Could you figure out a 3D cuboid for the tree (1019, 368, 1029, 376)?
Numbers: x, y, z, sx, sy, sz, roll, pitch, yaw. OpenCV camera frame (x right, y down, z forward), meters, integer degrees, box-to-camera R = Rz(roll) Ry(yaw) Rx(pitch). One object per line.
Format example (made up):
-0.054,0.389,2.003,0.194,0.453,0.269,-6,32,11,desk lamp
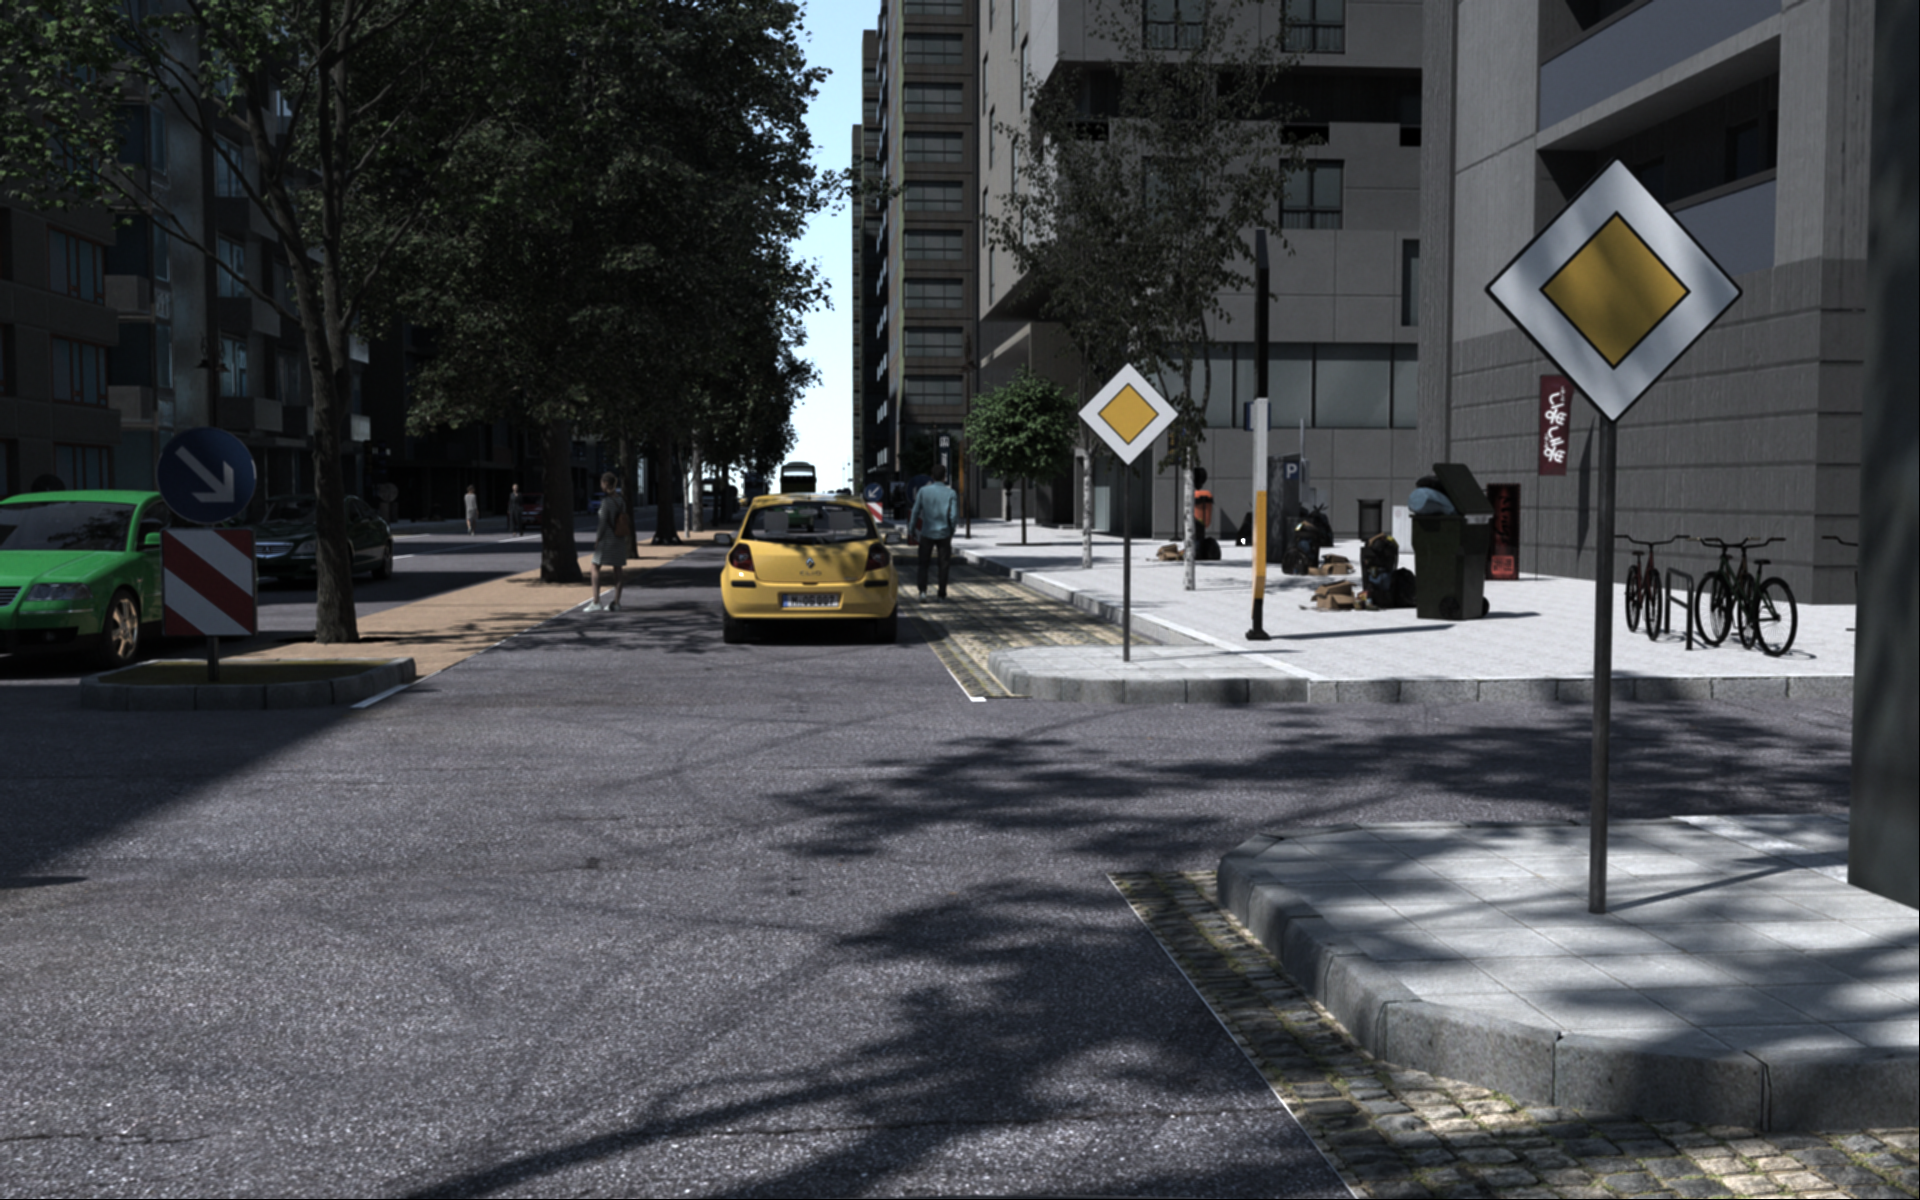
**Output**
4.306,-7.814,78.114,4.737,8.622,4.395,0,3,0,tree

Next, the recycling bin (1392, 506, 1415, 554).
9.781,-1.507,37.197,0.722,1.027,0.722,-3,4,-39,recycling bin

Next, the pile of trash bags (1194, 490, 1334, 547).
7.263,-1.984,42.187,3.447,1.369,1.912,0,4,-7,pile of trash bags

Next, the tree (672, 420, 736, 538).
-8.811,-6.291,55.670,4.360,8.622,3.978,0,3,0,tree

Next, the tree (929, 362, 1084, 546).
1.689,-3.647,43.341,4.285,4.588,4.351,0,3,0,tree

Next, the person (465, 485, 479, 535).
-16.865,-3.095,59.847,0.466,1.731,0.760,-1,4,-18,person

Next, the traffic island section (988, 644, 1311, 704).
1.295,0.550,13.281,2.009,0.180,2.903,0,4,-5,traffic island section

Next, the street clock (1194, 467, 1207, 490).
6.462,-2.595,47.001,0.358,2.002,0.471,-2,4,-32,street clock

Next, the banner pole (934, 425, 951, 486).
-0.701,-4.456,62.879,0.863,3.779,0.401,2,4,31,banner pole

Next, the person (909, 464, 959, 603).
-0.347,-0.863,22.638,0.660,1.820,0.620,0,4,5,person

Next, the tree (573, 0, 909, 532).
-8.598,-12.574,63.936,12.611,20.169,13.585,0,3,0,tree

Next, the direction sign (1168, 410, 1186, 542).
5.866,-3.356,46.864,0.379,3.537,0.876,-2,4,-25,direction sign

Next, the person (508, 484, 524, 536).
-15.205,-3.080,59.282,0.576,1.772,0.534,0,4,-4,person

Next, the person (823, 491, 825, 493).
-19.440,-14.600,246.847,1.348,1.869,0.705,-3,5,-42,person

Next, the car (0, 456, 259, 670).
-7.781,-0.407,15.451,1.959,1.807,4.718,0,4,-4,car

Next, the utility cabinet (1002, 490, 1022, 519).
2.616,-4.763,86.560,0.318,1.500,1.173,3,5,43,utility cabinet

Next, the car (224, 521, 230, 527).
-13.237,-0.990,27.992,2.131,1.459,4.920,0,4,-6,car

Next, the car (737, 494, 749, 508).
-23.413,-10.625,183.936,2.015,1.641,3.980,0,4,-6,car

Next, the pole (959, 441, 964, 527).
0.053,-4.453,66.650,0.158,3.312,0.155,0,3,0,pole

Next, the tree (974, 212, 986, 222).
2.429,-4.843,29.540,4.360,8.622,3.978,0,3,0,tree

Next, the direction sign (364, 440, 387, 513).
-24.500,-4.932,72.636,0.876,3.537,0.379,-2,4,-24,direction sign

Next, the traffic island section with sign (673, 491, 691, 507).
-31.446,-11.324,193.773,1.989,1.847,2.006,0,4,-5,traffic island section with sign

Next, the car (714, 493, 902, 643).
-1.581,-0.482,18.110,2.015,1.641,3.980,0,4,-5,car

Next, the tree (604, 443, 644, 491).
-31.389,-13.010,163.074,4.737,8.622,4.395,0,3,0,tree

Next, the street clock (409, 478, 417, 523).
-24.684,-4.499,78.130,0.358,2.002,0.471,-2,4,-31,street clock

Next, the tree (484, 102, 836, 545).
-8.298,-7.892,48.491,9.611,12.733,9.660,0,3,0,tree

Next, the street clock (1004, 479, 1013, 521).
2.287,-4.704,81.486,0.358,2.002,0.471,3,4,37,street clock

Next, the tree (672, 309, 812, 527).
-10.621,-8.421,74.550,8.767,10.594,7.601,0,4,-5,tree

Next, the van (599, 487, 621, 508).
-21.062,-6.067,106.201,2.013,2.044,4.112,0,4,-5,van

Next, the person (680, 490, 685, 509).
-26.674,-9.705,167.310,0.705,1.807,1.348,-2,4,-34,person

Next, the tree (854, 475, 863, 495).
-9.659,-10.884,172.555,1.663,3.219,1.824,0,3,0,tree

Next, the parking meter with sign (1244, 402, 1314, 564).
5.954,-2.196,32.164,0.543,3.016,1.738,-1,4,-22,parking meter with sign

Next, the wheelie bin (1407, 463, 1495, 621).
5.020,-0.607,17.825,0.980,1.594,0.693,-3,5,-45,wheelie bin

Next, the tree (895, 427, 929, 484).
-1.193,-5.741,77.586,4.285,4.588,4.351,0,3,0,tree

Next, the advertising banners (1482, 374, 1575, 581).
8.015,-1.801,25.633,2.074,3.025,0.090,1,4,16,advertising banners

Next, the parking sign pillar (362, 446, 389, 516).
-28.840,-5.921,85.287,1.447,3.967,1.447,-3,5,-42,parking sign pillar

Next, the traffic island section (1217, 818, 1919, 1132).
1.973,1.037,5.325,2.009,0.180,2.903,0,4,-5,traffic island section

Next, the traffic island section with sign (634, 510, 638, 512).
-26.681,-7.909,137.941,1.989,1.847,2.006,0,4,-5,traffic island section with sign

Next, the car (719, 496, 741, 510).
-20.507,-8.844,154.382,2.009,1.686,4.222,0,4,-6,car

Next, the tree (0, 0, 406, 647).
-6.120,-5.397,16.449,9.928,11.665,9.643,0,3,0,tree

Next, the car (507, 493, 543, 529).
-17.153,-3.732,70.055,2.155,1.783,4.494,0,4,-5,car

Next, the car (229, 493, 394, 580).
-10.373,-0.972,27.683,2.131,1.459,4.920,0,4,-6,car

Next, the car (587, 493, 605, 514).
-25.114,-6.851,121.603,1.945,1.707,3.694,0,4,-4,car

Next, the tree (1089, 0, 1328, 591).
2.817,-4.428,22.760,4.360,8.622,3.978,0,3,0,tree

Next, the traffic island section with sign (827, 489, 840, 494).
-9.803,-8.007,139.549,1.989,1.847,2.006,0,4,-5,traffic island section with sign

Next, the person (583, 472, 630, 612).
-4.273,-0.714,21.181,0.522,1.701,0.512,1,4,23,person

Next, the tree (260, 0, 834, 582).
-6.488,-7.255,27.729,9.857,13.997,8.962,0,3,0,tree

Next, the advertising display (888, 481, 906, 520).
-3.109,-4.913,85.548,0.974,1.923,0.123,-3,4,-36,advertising display

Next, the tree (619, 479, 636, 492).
-32.572,-10.687,169.334,1.663,3.219,1.824,0,3,0,tree
